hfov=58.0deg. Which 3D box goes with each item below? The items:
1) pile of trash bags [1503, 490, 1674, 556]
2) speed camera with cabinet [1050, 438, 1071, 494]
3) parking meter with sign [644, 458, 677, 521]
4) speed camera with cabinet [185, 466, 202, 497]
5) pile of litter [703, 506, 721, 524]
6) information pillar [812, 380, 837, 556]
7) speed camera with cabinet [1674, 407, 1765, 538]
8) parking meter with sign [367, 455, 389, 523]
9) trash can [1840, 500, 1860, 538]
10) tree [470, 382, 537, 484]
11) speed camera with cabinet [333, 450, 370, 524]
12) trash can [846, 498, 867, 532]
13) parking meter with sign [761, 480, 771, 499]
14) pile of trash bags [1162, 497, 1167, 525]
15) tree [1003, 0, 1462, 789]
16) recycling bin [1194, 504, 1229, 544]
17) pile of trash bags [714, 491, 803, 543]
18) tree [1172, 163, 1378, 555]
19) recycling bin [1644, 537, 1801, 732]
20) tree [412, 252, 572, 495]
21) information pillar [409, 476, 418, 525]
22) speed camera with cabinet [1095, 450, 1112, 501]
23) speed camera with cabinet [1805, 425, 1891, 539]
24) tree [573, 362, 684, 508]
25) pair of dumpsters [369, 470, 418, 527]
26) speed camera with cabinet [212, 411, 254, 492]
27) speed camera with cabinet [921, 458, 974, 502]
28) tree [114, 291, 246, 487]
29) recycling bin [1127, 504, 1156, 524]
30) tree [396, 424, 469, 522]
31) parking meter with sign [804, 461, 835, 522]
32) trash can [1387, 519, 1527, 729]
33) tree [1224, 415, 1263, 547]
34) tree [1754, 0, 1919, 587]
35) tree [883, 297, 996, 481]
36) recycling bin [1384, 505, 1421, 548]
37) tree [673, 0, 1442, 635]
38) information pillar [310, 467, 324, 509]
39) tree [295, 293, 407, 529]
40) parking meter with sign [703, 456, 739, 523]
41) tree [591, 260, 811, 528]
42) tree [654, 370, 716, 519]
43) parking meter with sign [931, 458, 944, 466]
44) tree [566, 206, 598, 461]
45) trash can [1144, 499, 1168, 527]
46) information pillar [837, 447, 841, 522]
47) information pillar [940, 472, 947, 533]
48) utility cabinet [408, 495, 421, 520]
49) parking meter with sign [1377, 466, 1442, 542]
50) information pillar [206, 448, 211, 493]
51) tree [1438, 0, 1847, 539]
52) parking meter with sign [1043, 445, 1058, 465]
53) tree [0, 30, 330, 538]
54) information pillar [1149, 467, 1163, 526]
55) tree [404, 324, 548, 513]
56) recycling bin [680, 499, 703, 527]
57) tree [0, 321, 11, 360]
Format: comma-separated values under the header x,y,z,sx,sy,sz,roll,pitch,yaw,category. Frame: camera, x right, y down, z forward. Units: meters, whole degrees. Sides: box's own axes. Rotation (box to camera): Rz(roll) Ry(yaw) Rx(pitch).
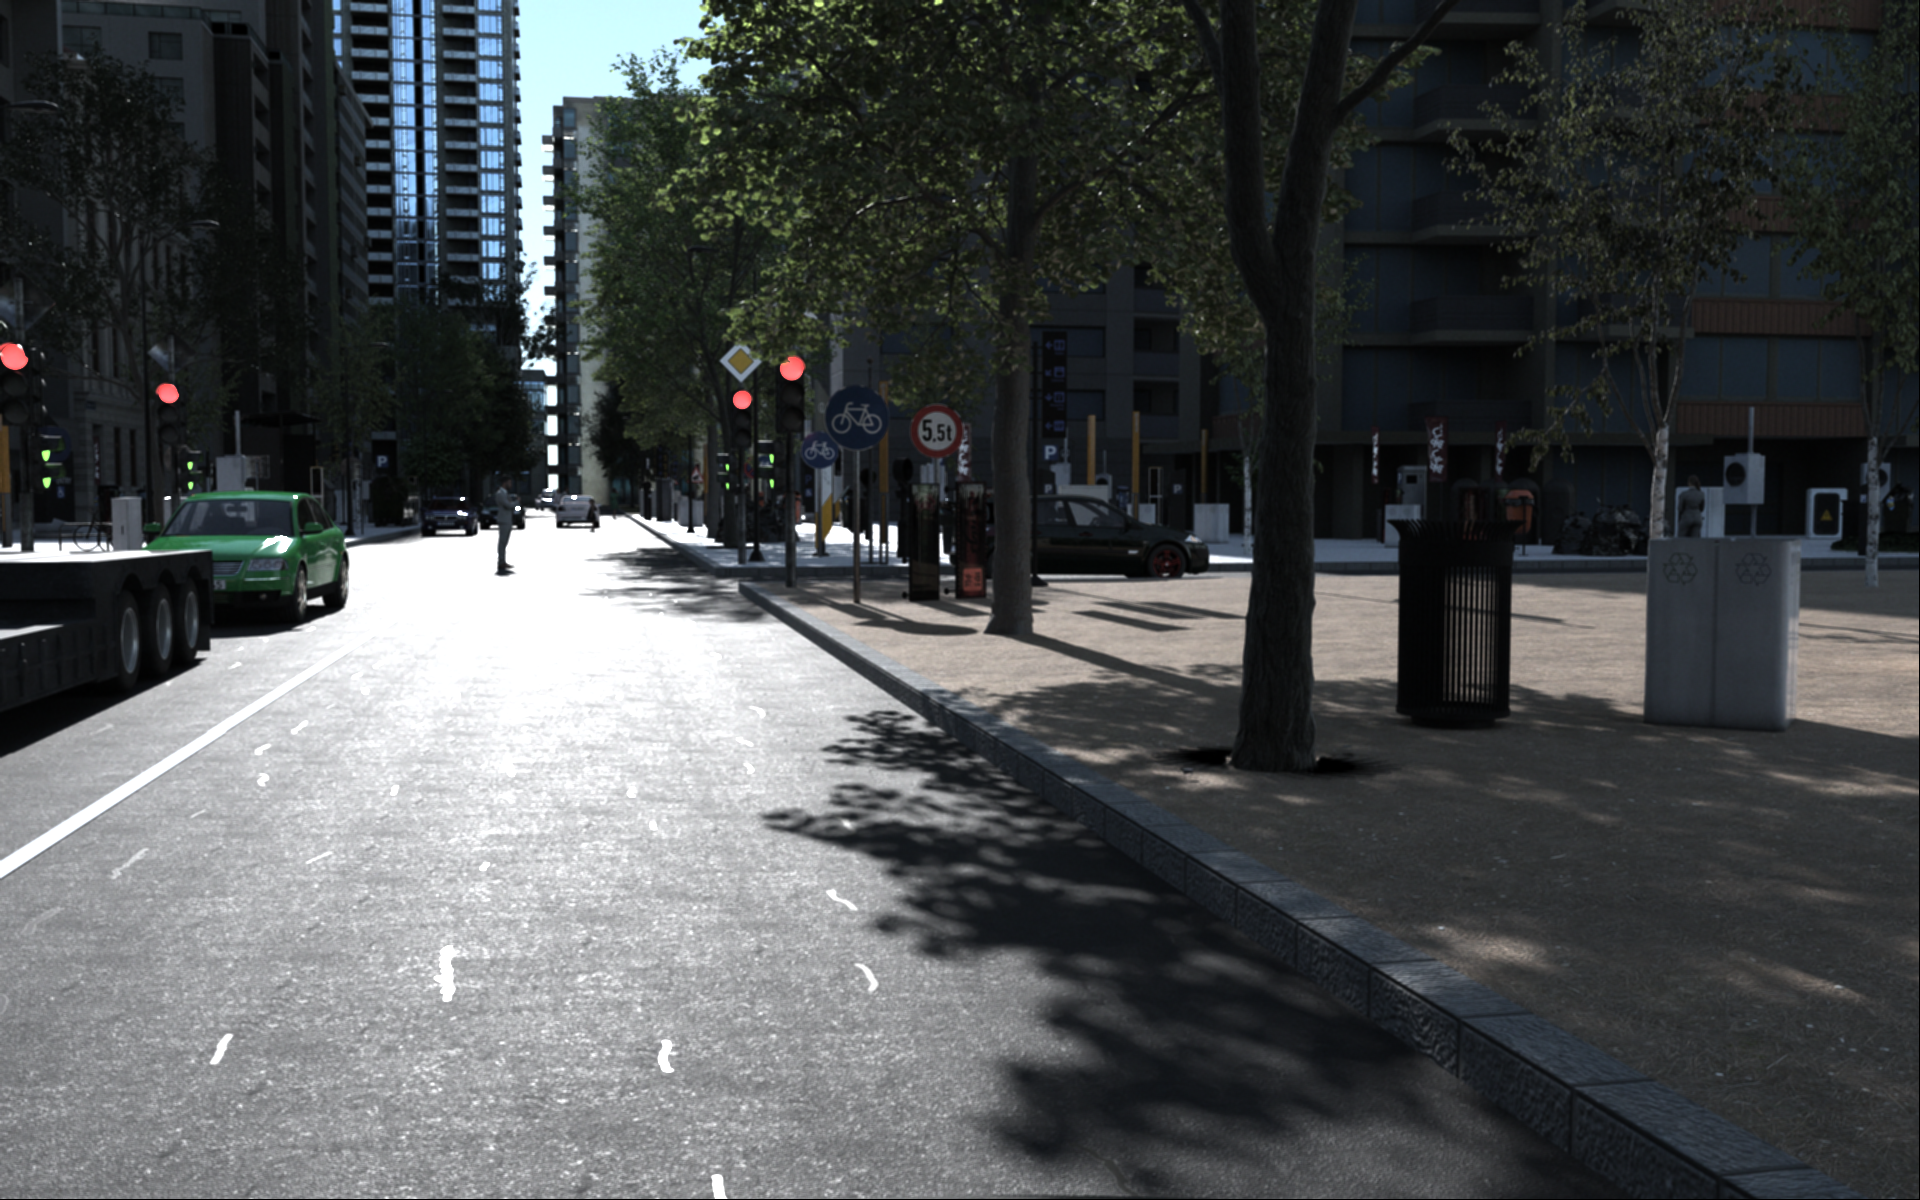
x,y,z,sx,sy,sz,roll,pitch,yaw,category
13.087,-1.626,36.334,3.447,1.369,1.912,0,4,-6,pile of trash bags
2.936,-3.534,52.122,0.660,3.252,2.038,0,4,-1,speed camera with cabinet
-14.272,-5.335,83.488,1.738,3.016,0.543,0,4,7,parking meter with sign
-31.653,-4.823,73.197,2.038,3.252,0.660,-1,4,-21,speed camera with cabinet
-10.115,-3.635,73.400,1.719,0.858,1.176,3,4,38,pile of litter
-2.834,-2.720,35.825,0.183,3.616,0.504,2,4,33,information pillar
17.504,-2.790,39.946,0.660,3.252,2.038,-2,4,-25,speed camera with cabinet
-25.939,-4.946,77.133,0.543,3.016,1.738,0,4,-2,parking meter with sign
21.796,-1.864,42.125,0.748,1.137,0.748,0,3,0,trash can
-43.173,-14.919,162.059,7.486,12.596,7.792,0,3,0,tree
-26.400,-4.887,74.232,2.038,3.252,0.660,1,4,10,speed camera with cabinet
-3.625,-3.040,61.360,0.748,1.137,0.748,0,3,0,trash can
-10.415,-5.922,93.081,0.543,3.016,1.738,-1,4,-14,parking meter with sign
9.718,-3.842,72.570,3.447,1.369,1.912,2,4,28,pile of trash bags
1.446,-5.009,7.648,9.928,11.665,9.643,0,3,0,tree
6.557,-1.994,45.151,0.722,1.027,0.722,2,4,31,recycling bin
-5.189,-2.279,47.011,1.912,1.369,3.447,1,4,20,pile of trash bags
6.157,-5.236,35.965,4.737,8.622,4.395,0,3,0,tree
4.301,0.171,9.765,0.722,1.027,0.722,2,4,30,recycling bin
-34.667,-16.977,133.464,12.611,20.169,13.585,0,3,0,tree
-22.724,-4.128,71.988,0.304,2.012,0.304,0,4,1,information pillar
5.811,-5.138,78.345,2.038,3.252,0.660,1,4,18,speed camera with cabinet
25.106,-3.342,48.970,2.038,3.252,0.660,1,4,18,speed camera with cabinet
-30.160,-15.177,158.508,12.009,13.543,11.850,0,3,0,tree
-22.494,-4.053,68.765,1.574,2.255,4.437,-1,4,-12,pair of dumpsters
-17.478,-2.901,41.760,0.660,3.252,2.038,-1,4,-14,speed camera with cabinet
-0.161,-3.593,53.076,2.038,3.252,0.660,-1,4,-11,speed camera with cabinet
-28.826,-6.952,64.031,4.737,8.622,4.395,0,3,0,tree
4.740,-2.001,45.266,0.722,1.027,0.722,1,4,8,recycling bin
-24.731,-5.970,81.319,4.285,4.588,4.351,0,3,0,tree
-6.505,-5.174,80.858,1.738,3.016,0.543,3,5,44,parking meter with sign
2.748,0.124,9.630,0.748,1.137,0.748,0,3,0,trash can
7.440,-2.932,42.532,1.663,3.219,1.824,0,3,0,tree
12.670,-4.473,23.494,4.737,8.622,4.395,0,3,0,tree
-0.844,-6.770,61.055,4.737,8.622,4.395,0,3,0,tree
10.588,-1.766,41.432,0.722,1.027,0.722,2,4,25,recycling bin
0.830,-5.977,15.848,7.486,12.596,7.792,0,3,0,tree
-17.348,-2.586,46.774,0.304,2.012,0.304,-1,4,-15,information pillar
-22.268,-6.928,63.636,4.737,8.622,4.395,0,3,0,tree
-10.717,-5.042,78.695,1.738,3.016,0.543,-2,4,-26,parking meter with sign
-9.117,-7.986,64.985,7.601,10.594,8.767,-2,4,-24,tree
-14.584,-8.465,88.762,4.737,8.622,4.395,0,3,0,tree
-1.052,-4.917,76.661,0.543,3.016,1.738,0,4,4,parking meter with sign
-7.577,-8.071,50.088,7.486,12.596,7.792,0,3,0,tree
5.642,-2.318,49.551,0.748,1.137,0.748,0,3,0,trash can
-5.555,-5.349,78.810,0.183,3.616,0.504,2,4,25,information pillar
-0.624,-3.225,57.219,0.304,2.012,0.304,-1,4,-20,information pillar
-31.142,-5.336,98.406,1.020,1.237,0.306,1,4,16,utility cabinet
12.175,-3.089,46.768,1.738,3.016,0.543,0,4,-4,parking meter with sign
-37.356,-5.795,86.107,0.183,3.616,0.504,-1,4,-13,information pillar
7.691,-4.211,19.213,4.360,8.622,3.978,0,3,0,tree
3.184,-3.934,60.576,0.543,3.016,1.738,0,4,1,parking meter with sign
-16.542,-6.168,35.253,7.601,10.594,8.767,2,4,26,tree
5.335,-2.617,47.281,0.304,2.012,0.304,1,4,22,information pillar
-32.810,-12.261,117.482,9.611,12.733,9.660,0,3,0,tree
-10.605,-3.416,68.410,0.722,1.027,0.722,1,4,14,recycling bin
-11.425,-2.067,17.510,4.285,4.588,4.351,0,3,0,tree
